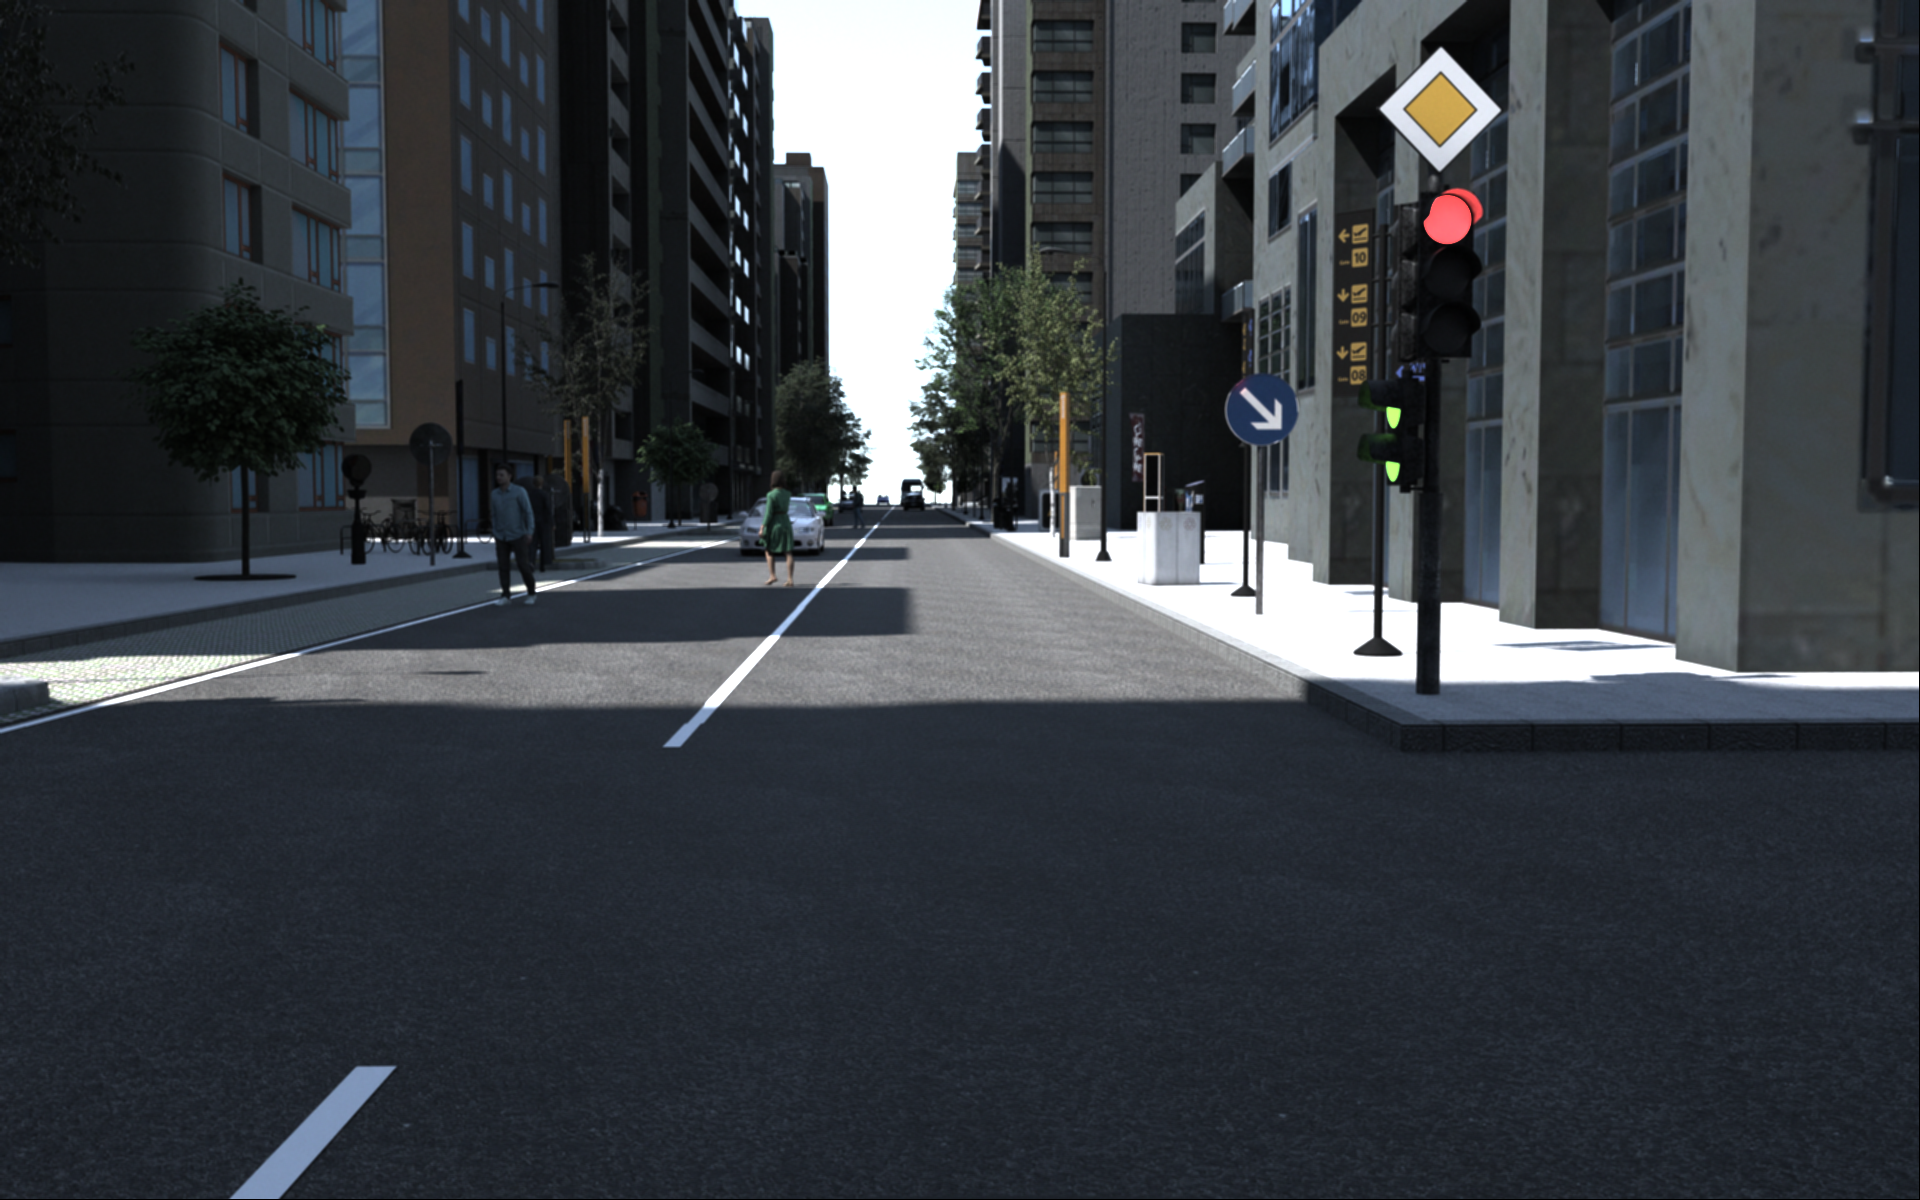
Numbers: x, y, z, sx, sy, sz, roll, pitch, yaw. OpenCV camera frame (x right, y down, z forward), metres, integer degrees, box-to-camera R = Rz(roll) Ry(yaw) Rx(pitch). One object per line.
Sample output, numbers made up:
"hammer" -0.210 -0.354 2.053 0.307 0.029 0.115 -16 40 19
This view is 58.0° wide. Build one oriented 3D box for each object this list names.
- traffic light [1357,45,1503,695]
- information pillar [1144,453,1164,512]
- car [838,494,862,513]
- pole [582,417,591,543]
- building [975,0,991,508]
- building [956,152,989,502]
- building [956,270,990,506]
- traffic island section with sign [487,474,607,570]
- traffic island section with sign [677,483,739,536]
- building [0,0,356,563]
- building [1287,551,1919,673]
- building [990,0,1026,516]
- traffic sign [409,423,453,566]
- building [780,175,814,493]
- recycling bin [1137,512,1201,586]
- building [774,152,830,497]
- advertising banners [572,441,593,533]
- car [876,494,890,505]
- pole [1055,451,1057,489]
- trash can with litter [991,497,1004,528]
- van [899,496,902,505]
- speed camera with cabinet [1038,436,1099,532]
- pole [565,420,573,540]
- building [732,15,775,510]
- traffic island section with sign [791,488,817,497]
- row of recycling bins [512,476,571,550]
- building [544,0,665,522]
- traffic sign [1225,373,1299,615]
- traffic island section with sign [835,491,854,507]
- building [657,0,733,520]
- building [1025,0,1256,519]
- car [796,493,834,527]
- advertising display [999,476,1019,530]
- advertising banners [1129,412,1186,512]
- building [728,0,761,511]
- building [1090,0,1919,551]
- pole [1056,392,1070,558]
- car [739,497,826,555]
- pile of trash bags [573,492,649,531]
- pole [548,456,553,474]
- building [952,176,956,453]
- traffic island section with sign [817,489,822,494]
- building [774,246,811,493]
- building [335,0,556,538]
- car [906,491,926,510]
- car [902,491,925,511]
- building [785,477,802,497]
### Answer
"traffic light" 2.991 -1.352 11.028 0.839 4.253 0.868 0 4 -2
"information pillar" 3.494 -1.636 31.248 0.304 2.012 0.304 1 4 19
"car" -8.466 -7.456 133.904 2.014 1.417 4.499 0 4 -2
"pole" -9.879 -3.177 45.784 0.158 3.312 0.155 0 3 0
"building" 12.521 -30.006 145.229 22.147 44.769 28.867 0 4 -2
"building" 6.450 -32.180 209.735 14.154 41.232 14.086 0 4 -2
"building" 15.744 -30.499 190.546 32.217 40.220 23.993 0 4 -2
"traffic island section with sign" -7.862 -1.504 33.218 1.989 1.847 2.006 0 4 -2
"traffic island section with sign" -8.712 -3.152 60.159 1.989 1.847 2.006 0 4 -2
"building" -27.660 -11.047 25.653 27.650 21.520 28.899 0 4 -2
"building" 20.715 -43.347 21.397 31.000 86.520 22.319 0 4 -2
"building" 12.528 -35.070 115.388 21.231 58.520 28.212 0 4 -2
"traffic sign" -9.460 -1.889 30.989 0.768 2.556 0.104 0 4 -2
"building" -25.703 -32.576 216.212 14.154 41.232 14.086 0 4 -2
"recycling bin" 2.954 -0.734 24.550 0.722 1.027 0.722 -1 4 -13
"building" -24.594 -35.506 230.639 14.600 45.320 14.200 0 4 -2
"advertising banners" -12.875 -3.687 56.462 2.074 3.025 0.090 1 4 15
"car" -10.260 -13.578 231.592 1.945 1.707 3.694 0 4 -1
"pole" 4.638 -5.446 82.884 0.158 3.312 0.155 0 3 0
"trash can with litter" 1.413 -3.280 65.018 0.624 1.170 1.055 0 4 -6
"van" -6.997 -13.444 226.821 2.013 2.044 4.112 0 4 -3
"speed camera with cabinet" 3.705 -3.949 58.906 2.038 3.252 0.660 0 4 6
"pole" -10.806 -3.300 47.800 0.158 3.312 0.155 0 3 0
"building" -22.906 -28.158 143.985 14.154 41.232 14.086 0 4 -2
"traffic island section with sign" -10.255 -6.156 109.281 1.989 1.847 2.006 0 4 -2
"row of recycling bins" -10.021 -2.112 41.637 1.069 1.692 3.534 0 4 -2
"building" -21.442 -18.739 78.091 14.160 30.474 14.107 0 4 -2
"traffic sign" 3.182 -1.115 18.339 0.768 2.556 0.104 0 4 4
"traffic island section with sign" -12.877 -11.278 193.030 1.989 1.847 2.006 0 4 -2
"building" -24.467 -28.855 95.481 21.300 48.544 21.600 0 4 -2
"building" 10.461 -19.777 95.049 14.160 30.474 14.107 0 4 -2
"car" -6.609 -4.168 76.939 1.959 1.807 4.718 0 4 0
"advertising display" 1.763 -3.507 62.549 0.123 1.923 0.974 3 5 42
"advertising banners" 4.359 -2.548 37.853 2.074 3.025 0.090 -3 5 -44
"building" -26.752 -30.690 121.386 23.786 49.044 30.456 0 4 -2
"building" 17.083 -45.402 54.987 22.319 86.520 31.000 0 4 -2
"pole" 2.105 -2.509 34.860 0.158 3.312 0.155 0 3 0
"car" -4.272 -1.814 42.018 2.083 1.381 4.827 0 4 -2
"pile of trash bags" -12.396 -3.124 60.826 1.912 1.369 3.447 3 5 42
"pole" -15.488 -4.382 65.497 0.158 3.312 0.155 0 3 0
"building" 10.089 -35.268 231.257 22.147 44.769 28.867 0 4 -2
"traffic island section with sign" -11.105 -7.816 136.421 1.989 1.847 2.006 0 4 -2
"building" -24.904 -26.348 202.489 14.160 30.474 14.107 0 4 -2
"building" -21.620 -24.795 55.509 14.600 45.320 14.200 0 4 -2
"car" -3.963 -8.843 154.171 1.945 1.707 3.694 0 4 -2
"car" -4.021 -8.552 149.606 2.009 1.686 4.222 0 4 -2
"building" -33.149 -30.032 182.910 32.217 40.220 23.993 0 4 -2
